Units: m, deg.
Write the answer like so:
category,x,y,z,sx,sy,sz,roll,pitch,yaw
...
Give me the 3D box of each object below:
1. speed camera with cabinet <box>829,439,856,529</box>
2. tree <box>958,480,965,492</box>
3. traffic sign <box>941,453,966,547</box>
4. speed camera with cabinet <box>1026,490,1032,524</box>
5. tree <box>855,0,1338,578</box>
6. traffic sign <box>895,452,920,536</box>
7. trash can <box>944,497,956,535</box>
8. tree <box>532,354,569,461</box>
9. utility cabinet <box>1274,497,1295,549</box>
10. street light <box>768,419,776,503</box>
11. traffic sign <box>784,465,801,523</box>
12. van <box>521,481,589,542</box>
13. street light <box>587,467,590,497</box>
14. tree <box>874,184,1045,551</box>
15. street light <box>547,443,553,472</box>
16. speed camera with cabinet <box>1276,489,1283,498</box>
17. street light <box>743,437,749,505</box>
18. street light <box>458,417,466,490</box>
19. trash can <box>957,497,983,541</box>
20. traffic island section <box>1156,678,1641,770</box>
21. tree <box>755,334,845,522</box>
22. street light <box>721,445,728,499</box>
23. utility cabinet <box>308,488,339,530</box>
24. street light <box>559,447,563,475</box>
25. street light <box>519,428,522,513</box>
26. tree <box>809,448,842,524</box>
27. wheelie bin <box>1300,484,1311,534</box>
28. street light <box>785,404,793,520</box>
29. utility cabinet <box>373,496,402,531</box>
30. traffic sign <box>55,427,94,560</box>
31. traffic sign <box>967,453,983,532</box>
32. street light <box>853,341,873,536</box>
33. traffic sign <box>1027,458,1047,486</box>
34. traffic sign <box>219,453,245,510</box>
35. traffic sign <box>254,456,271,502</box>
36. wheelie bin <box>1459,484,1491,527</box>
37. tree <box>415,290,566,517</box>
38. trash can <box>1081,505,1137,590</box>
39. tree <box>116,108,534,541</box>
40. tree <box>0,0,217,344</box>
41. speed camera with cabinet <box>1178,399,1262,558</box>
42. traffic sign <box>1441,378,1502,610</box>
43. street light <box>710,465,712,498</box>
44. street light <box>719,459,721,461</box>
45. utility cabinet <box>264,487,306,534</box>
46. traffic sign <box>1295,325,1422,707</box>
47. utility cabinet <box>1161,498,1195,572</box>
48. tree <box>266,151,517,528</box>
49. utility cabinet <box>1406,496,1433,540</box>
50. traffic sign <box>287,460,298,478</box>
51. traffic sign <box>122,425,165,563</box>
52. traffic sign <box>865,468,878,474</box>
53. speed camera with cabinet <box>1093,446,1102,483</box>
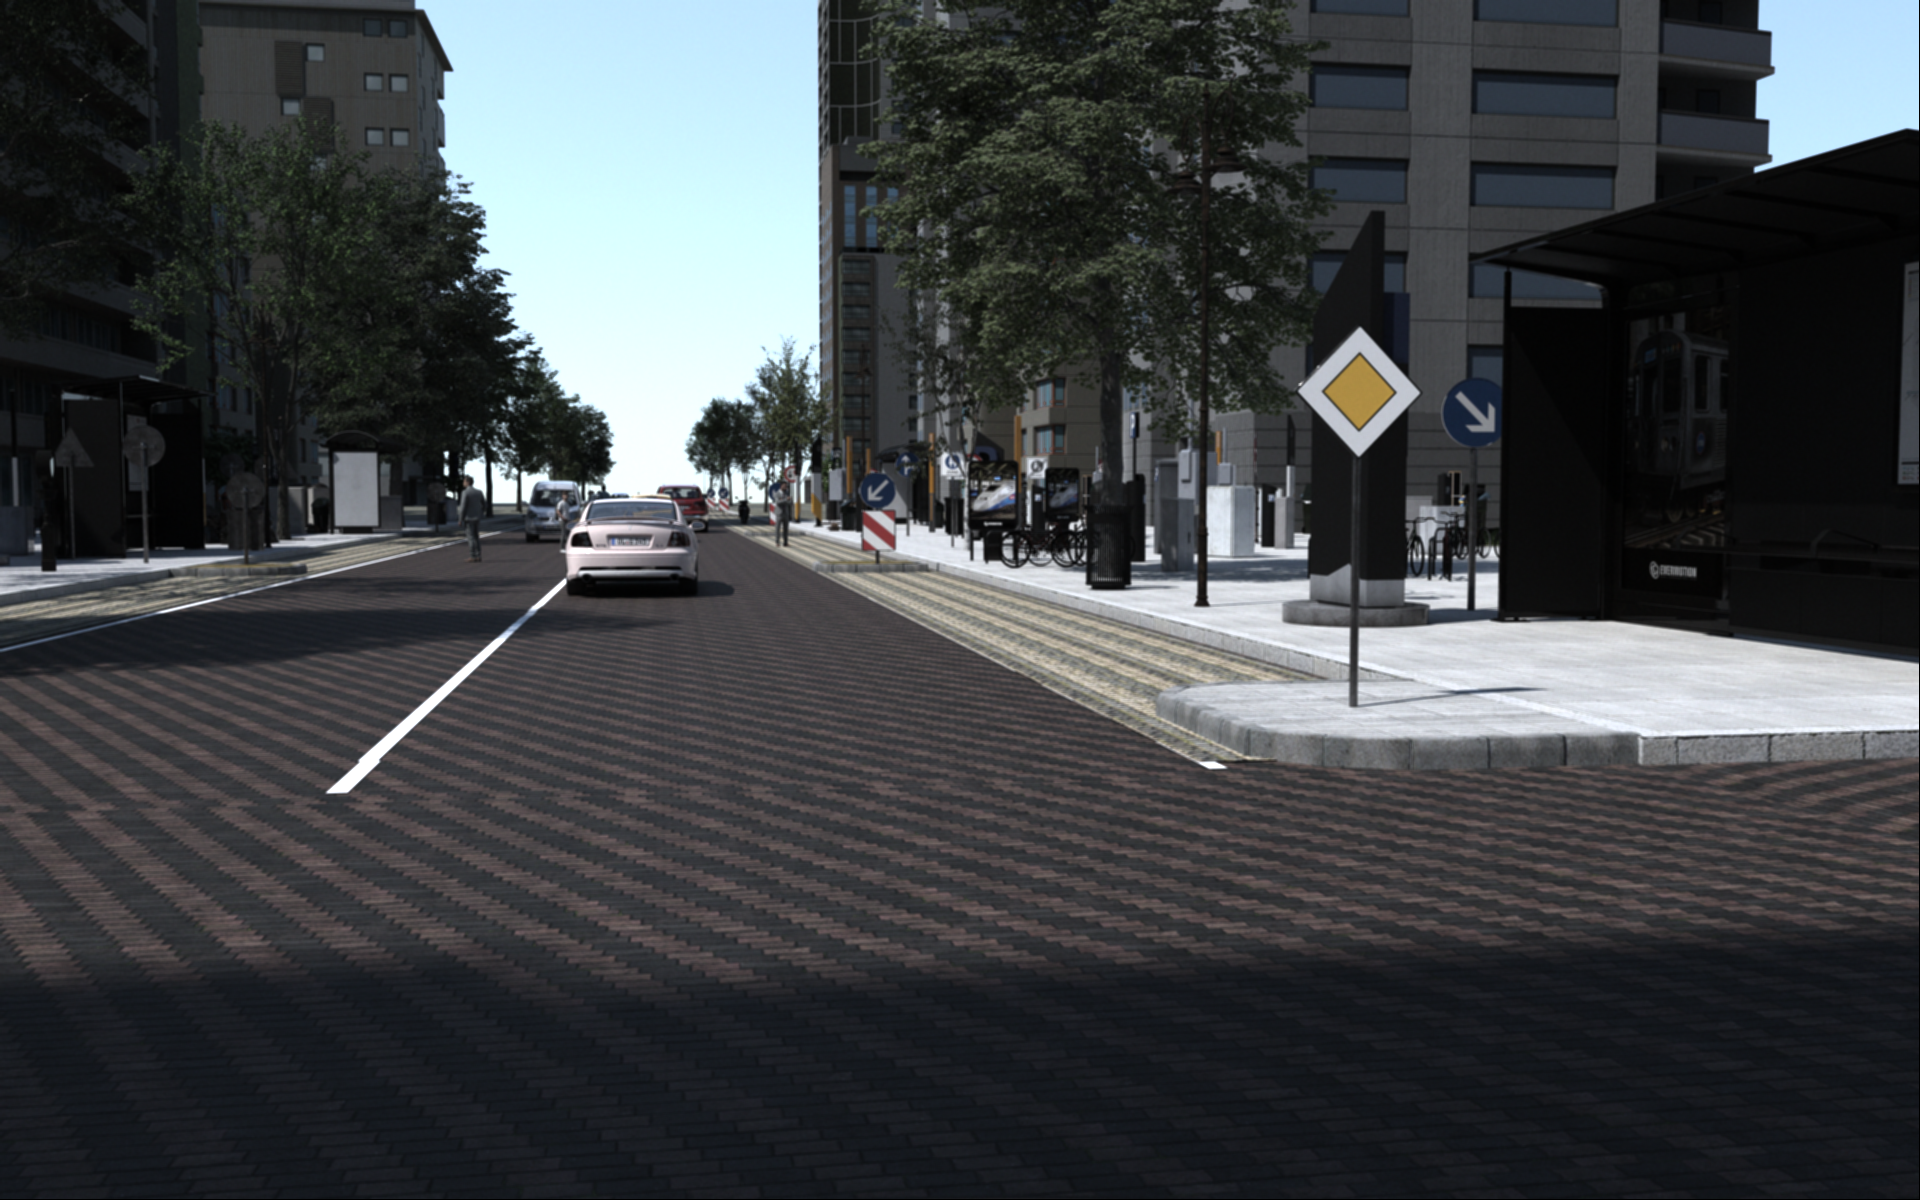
category,x,y,z,sx,sy,sz,roll,pitch,yaw
speed camera with cabinet,-4.045,-4.209,63.159,0.660,3.252,2.038,2,4,25
tree,0.599,-5.478,84.166,1.663,3.219,1.824,0,3,0
traffic sign,-0.178,-2.433,41.914,0.606,2.300,0.079,0,4,-3
speed camera with cabinet,2.309,-4.976,75.685,2.038,3.252,0.660,2,4,27
tree,1.901,-6.617,26.321,7.486,12.596,7.792,0,3,0
traffic sign,-1.584,-3.219,52.738,0.768,2.556,0.104,0,4,-4
trash can,-0.165,-2.629,54.642,0.748,1.137,0.748,0,3,0
tree,-32.263,-12.300,126.854,9.928,11.665,9.643,0,3,0
utility cabinet,7.640,-1.813,40.809,0.306,1.237,1.020,1,4,21
street light,-10.198,-7.453,94.643,0.468,5.910,1.993,-1,4,-10
traffic sign,-7.415,-4.691,76.800,0.768,2.556,0.104,0,4,-1
van,-12.393,-2.818,53.088,2.013,2.044,4.112,-1,4,-11
street light,-49.400,-15.770,230.631,0.468,5.910,1.993,-1,4,-10
tree,0.114,-5.443,39.359,4.360,8.622,3.978,0,3,0
street light,-35.498,-10.835,149.934,0.468,5.910,1.993,-1,4,-10
speed camera with cabinet,8.612,-3.516,51.816,2.038,3.252,0.660,0,4,8
street light,-15.773,-9.459,127.449,0.468,5.910,1.993,-1,4,-10
street light,-24.090,-6.802,84.007,0.468,5.910,1.993,-1,4,-10
trash can,0.355,-2.216,47.883,0.748,1.137,0.748,0,3,0
traffic island section,2.389,0.724,10.451,2.009,0.180,2.903,-1,4,-10
tree,-7.353,-7.883,79.245,4.737,8.622,4.395,0,3,0
street light,-21.489,-11.439,159.815,0.468,5.910,1.993,-1,4,-10
utility cabinet,-22.500,-3.219,61.313,0.318,1.500,1.173,2,4,31
street light,-38.171,-11.795,165.641,0.468,5.910,1.993,-1,4,-10
street light,-29.795,-8.843,117.370,0.468,5.910,1.993,-1,4,-10
tree,-5.668,-4.834,73.635,1.663,3.219,1.824,0,3,0
wheelie bin,11.402,-2.925,55.734,0.980,1.594,0.693,3,4,37
street light,-8.279,-6.816,84.233,0.468,5.910,1.993,-1,4,-10
utility cabinet,-20.289,-3.063,61.248,1.020,1.237,0.306,-2,4,-35
traffic sign,-17.213,-2.052,33.547,0.884,2.594,0.081,0,4,0
traffic sign,0.352,-3.303,54.106,0.768,2.556,0.104,0,4,-7
street light,-2.916,-4.859,52.234,0.468,5.910,1.993,-1,4,-10
traffic sign,2.162,-2.849,48.710,0.606,2.300,0.079,-1,4,-10
traffic sign,-22.794,-3.312,54.253,0.768,2.556,0.104,0,4,-5
traffic sign,-23.370,-3.558,58.283,0.768,2.556,0.104,0,4,-3
wheelie bin,16.199,-2.844,54.405,0.980,1.594,0.693,0,3,0
tree,-26.849,-10.932,96.867,7.486,12.596,7.792,0,3,0
trash can,2.001,-0.713,23.308,0.748,1.137,0.748,0,3,0
tree,-18.871,-7.461,47.747,9.928,11.665,9.643,0,3,0
tree,-14.281,-5.455,23.597,8.767,10.594,7.601,0,4,3
speed camera with cabinet,5.252,-2.518,35.502,0.660,3.252,2.038,-2,4,-25
traffic sign,5.645,-1.159,19.051,0.768,2.556,0.104,0,4,-2
street light,-30.078,-14.469,209.352,0.468,5.910,1.993,-1,4,-10
street light,-24.384,-12.507,177.278,0.468,5.910,1.993,-1,4,-10
utility cabinet,-21.450,-2.835,55.028,1.173,1.500,0.318,0,4,-1
traffic sign,2.367,-0.411,10.370,0.795,2.450,0.064,-1,4,-10
utility cabinet,3.651,-1.088,28.951,0.306,1.237,1.020,2,4,23
tree,-21.544,-9.726,65.673,9.857,13.997,8.962,0,3,0
utility cabinet,12.641,-2.274,48.343,1.020,1.237,0.306,-1,4,-11
traffic sign,-22.976,-3.606,58.966,0.884,2.594,0.081,-1,4,-8
traffic sign,-15.121,-1.957,32.102,0.768,2.556,0.104,0,4,-4
traffic sign,-4.380,-5.250,85.943,0.768,2.556,0.104,-1,4,-10
speed camera with cabinet,6.003,-4.698,71.148,0.660,3.252,2.038,-1,4,-11
